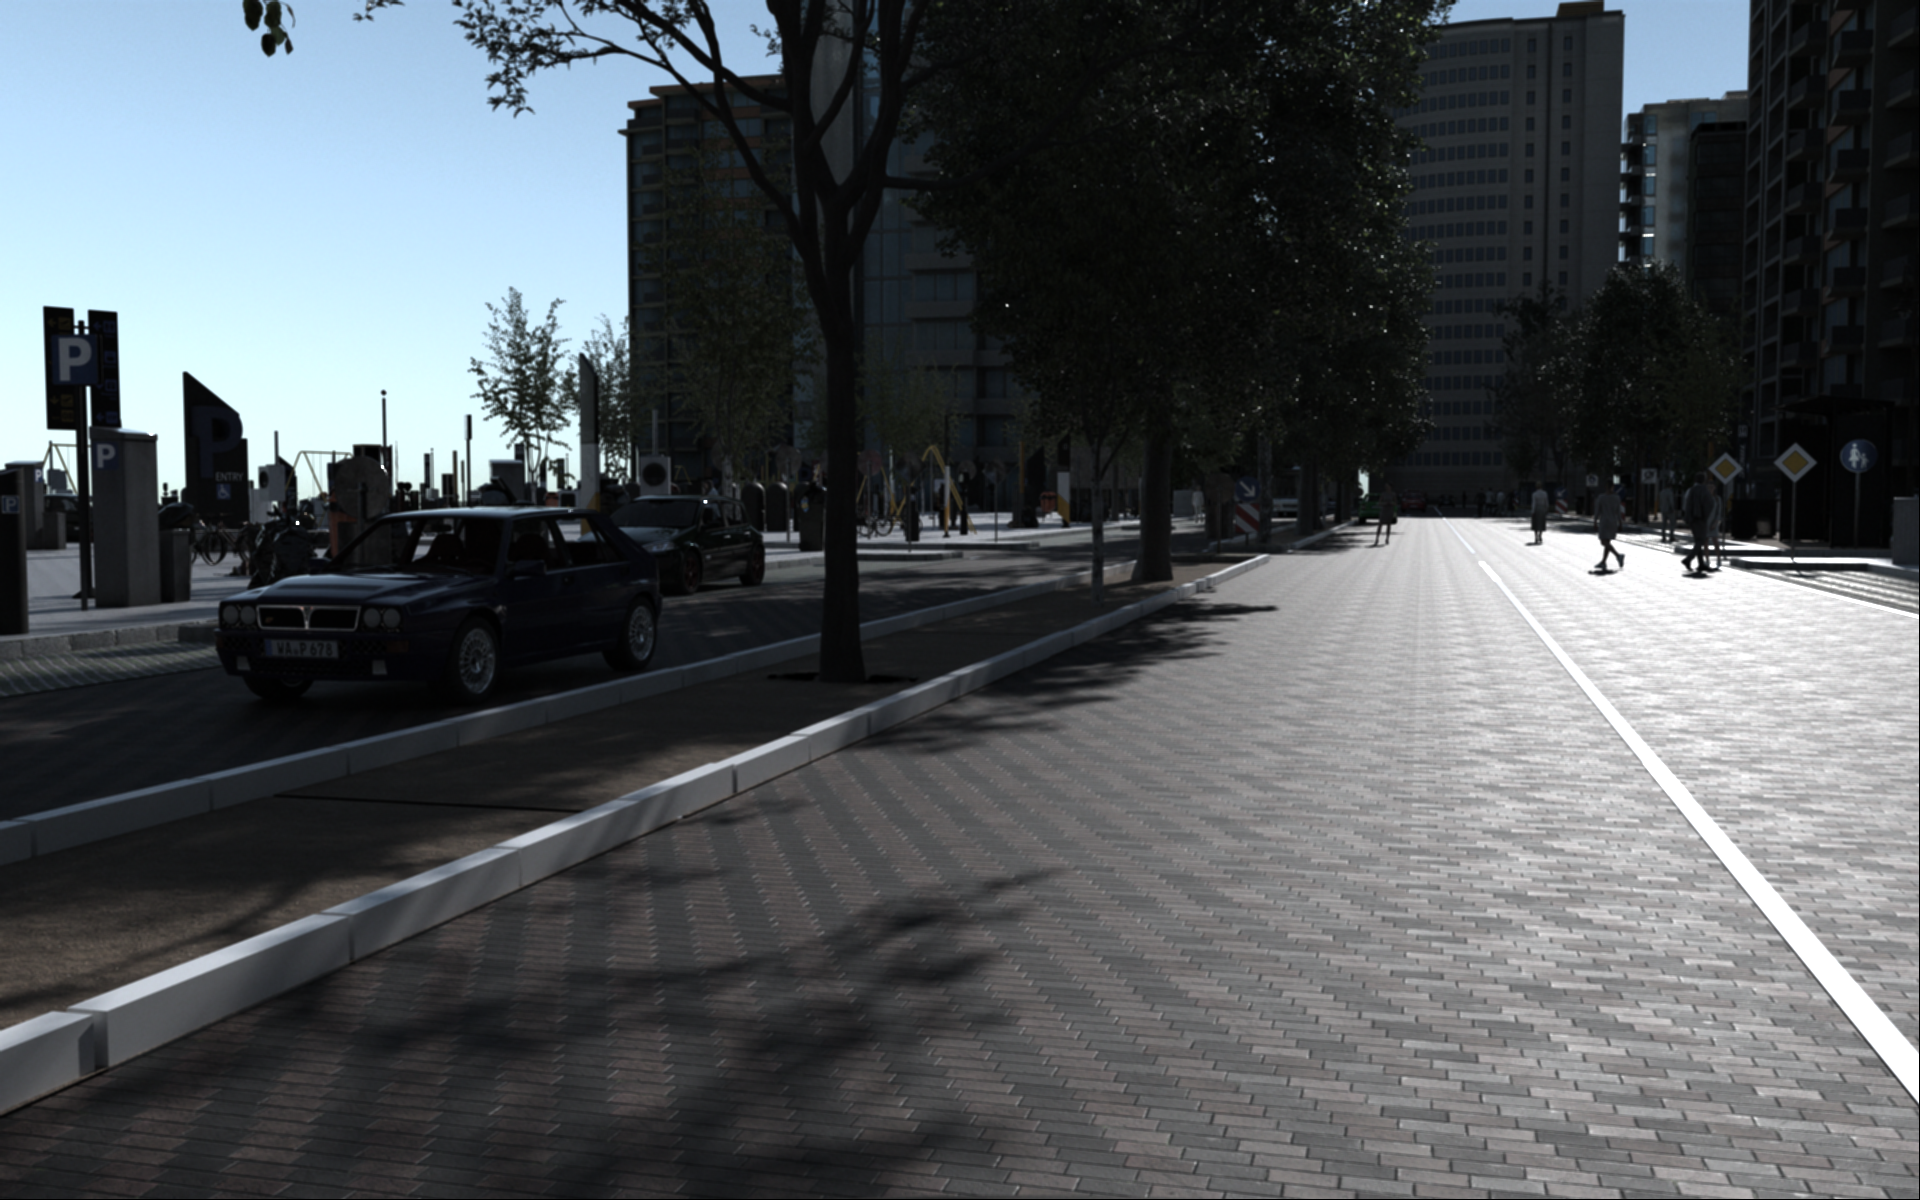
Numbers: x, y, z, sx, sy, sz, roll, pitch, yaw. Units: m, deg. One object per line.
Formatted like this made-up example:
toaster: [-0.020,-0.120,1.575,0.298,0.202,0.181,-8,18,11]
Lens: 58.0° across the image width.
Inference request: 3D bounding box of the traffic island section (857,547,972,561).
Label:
traffic island section: [-1.128,-0.973,38.195,2.009,0.180,2.903,1,4,15]

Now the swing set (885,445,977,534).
swing set: [-0.935,-3.626,56.900,2.862,2.851,3.119,0,4,-2]

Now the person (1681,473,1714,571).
person: [13.785,-1.450,32.313,0.850,1.850,0.679,-2,4,-26]

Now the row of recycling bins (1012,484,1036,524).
row of recycling bins: [2.755,-4.146,74.894,1.069,1.692,3.534,0,4,1]

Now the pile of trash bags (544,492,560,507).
pile of trash bags: [-18.512,-4.538,83.949,3.447,1.369,1.912,2,4,27]

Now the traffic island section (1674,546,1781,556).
traffic island section: [18.220,-1.163,41.297,2.009,0.180,2.903,1,4,15]

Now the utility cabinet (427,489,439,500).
utility cabinet: [-21.142,-3.723,69.542,0.318,1.500,1.173,-2,4,-25]

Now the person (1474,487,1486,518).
person: [31.258,-5.854,103.992,0.659,1.850,0.755,2,4,27]

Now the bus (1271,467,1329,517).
bus: [22.037,-7.146,111.697,2.948,3.499,13.247,1,4,16]

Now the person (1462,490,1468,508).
person: [50.806,-10.145,174.387,0.705,1.821,1.348,3,4,36]

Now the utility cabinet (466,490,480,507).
utility cabinet: [-29.666,-5.968,106.255,1.173,1.500,0.318,-2,4,-34]

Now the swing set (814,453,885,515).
swing set: [-4.042,-4.143,65.357,2.862,2.851,3.119,3,4,38]

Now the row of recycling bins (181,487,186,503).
row of recycling bins: [-44.470,-5.870,103.090,3.534,1.692,1.069,-1,4,-17]

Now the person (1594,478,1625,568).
person: [12.521,-1.472,33.321,0.466,1.731,0.760,-2,4,-30]

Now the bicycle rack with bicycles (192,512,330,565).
bicycle rack with bicycles: [-12.999,-1.110,31.536,2.852,0.926,2.925,2,4,24]

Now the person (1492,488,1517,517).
person: [34.535,-6.182,109.796,1.509,1.804,0.699,1,4,22]

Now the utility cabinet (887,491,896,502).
utility cabinet: [-4.759,-6.395,113.236,1.173,1.500,0.318,1,4,9]

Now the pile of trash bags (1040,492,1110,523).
pile of trash bags: [5.089,-4.234,78.973,3.447,1.369,1.912,3,4,37]

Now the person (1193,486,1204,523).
person: [11.692,-4.677,84.846,0.514,1.842,0.818,0,4,-8]

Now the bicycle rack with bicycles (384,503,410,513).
bicycle rack with bicycles: [-30.821,-4.841,92.530,2.925,0.926,2.852,-1,4,-21]

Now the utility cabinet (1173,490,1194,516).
utility cabinet: [12.832,-5.538,99.224,1.173,1.500,0.318,3,5,39]

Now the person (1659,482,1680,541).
person: [21.571,-2.702,52.778,0.391,1.810,0.635,-2,4,-26]

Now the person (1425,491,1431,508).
person: [49.171,-10.623,182.908,1.217,1.743,0.721,0,4,6]

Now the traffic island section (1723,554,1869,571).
traffic island section: [16.156,-0.691,33.582,2.009,0.180,2.903,1,4,15]

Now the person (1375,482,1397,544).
person: [12.126,-2.475,49.301,0.599,1.781,0.374,1,4,13]

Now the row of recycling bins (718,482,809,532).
row of recycling bins: [-6.677,-3.224,59.818,3.534,1.692,1.069,1,4,11]

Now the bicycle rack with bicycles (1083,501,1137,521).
bicycle rack with bicycles: [6.636,-4.255,82.950,2.925,0.926,2.852,3,5,44]

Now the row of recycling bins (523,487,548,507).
row of recycling bins: [-24.747,-5.580,98.342,3.534,1.692,1.069,2,4,34]

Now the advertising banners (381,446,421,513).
advertising banners: [-20.732,-4.160,64.208,0.090,3.025,2.074,2,4,24]

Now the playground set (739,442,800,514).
playground set: [-10.247,-6.747,97.095,5.637,4.214,5.302,2,4,26]

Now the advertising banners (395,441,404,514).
advertising banners: [-18.721,-3.762,57.693,0.090,3.025,2.074,-1,4,-15]

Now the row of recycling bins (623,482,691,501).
row of recycling bins: [-10.409,-3.230,59.924,1.069,1.692,3.534,2,4,32]

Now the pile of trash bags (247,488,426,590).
pile of trash bags: [-8.110,-0.774,22.415,1.912,1.369,3.447,-2,4,-27]

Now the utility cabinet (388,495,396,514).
utility cabinet: [-36.707,-6.169,112.022,0.306,1.237,1.020,0,4,3]

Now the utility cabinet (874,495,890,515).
utility cabinet: [-4.810,-5.867,107.081,1.020,1.237,0.306,0,4,5]

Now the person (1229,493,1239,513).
person: [13.487,-4.665,84.876,0.850,1.850,0.679,2,4,35]

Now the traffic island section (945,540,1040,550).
traffic island section: [0.936,-1.445,45.910,2.009,0.180,2.903,1,4,15]

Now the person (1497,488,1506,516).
person: [34.966,-6.319,112.039,0.641,1.798,0.478,-3,5,-39]

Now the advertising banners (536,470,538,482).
advertising banners: [-29.266,-7.596,120.378,0.090,3.025,2.074,-2,4,-23]

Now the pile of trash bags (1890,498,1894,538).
pile of trash bags: [26.774,-2.570,51.769,3.447,1.369,1.912,3,4,38]

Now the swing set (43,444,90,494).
swing set: [-27.851,-3.536,55.434,2.862,2.851,3.119,1,4,13]

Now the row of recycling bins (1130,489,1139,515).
row of recycling bins: [11.402,-6.015,105.456,1.069,1.692,3.534,2,4,34]

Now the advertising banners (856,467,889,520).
advertising banners: [-4.570,-5.509,86.258,2.074,3.025,0.090,-1,4,-18]

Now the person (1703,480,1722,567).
person: [14.902,-1.524,34.417,0.512,1.701,0.522,2,4,31]

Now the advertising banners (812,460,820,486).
advertising banners: [-8.099,-5.658,88.693,2.074,3.025,0.090,0,4,-5]

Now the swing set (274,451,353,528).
swing set: [-23.564,-4.075,64.250,2.862,2.851,3.119,1,4,15]

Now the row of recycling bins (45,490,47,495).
row of recycling bins: [-51.396,-5.298,93.732,3.534,1.692,1.069,-2,4,-27]

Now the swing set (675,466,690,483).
swing set: [-16.276,-6.101,97.365,2.862,2.851,3.119,-3,4,-39]

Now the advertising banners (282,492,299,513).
advertising banners: [-45.238,-7.321,115.884,2.074,3.025,0.090,1,4,10]

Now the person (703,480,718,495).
person: [-6.312,-2.169,44.221,0.793,1.790,0.793,1,4,19]

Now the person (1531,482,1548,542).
person: [17.104,-2.593,51.118,0.478,1.798,0.641,1,4,21]

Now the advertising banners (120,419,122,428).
advertising banners: [-20.367,-2.765,41.393,0.090,3.025,2.074,-3,5,-44]

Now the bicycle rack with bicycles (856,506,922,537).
bicycle rack with bicycles: [-2.958,-2.413,52.832,2.925,0.926,2.852,2,4,28]

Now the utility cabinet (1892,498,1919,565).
utility cabinet: [17.470,-1.235,31.349,1.020,1.237,0.306,2,4,27]

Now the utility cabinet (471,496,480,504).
utility cabinet: [-15.016,-2.670,54.815,1.020,1.237,0.306,-1,4,-19]

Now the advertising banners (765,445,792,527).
advertising banners: [-6.891,-4.082,62.925,2.074,3.025,0.090,3,4,38]

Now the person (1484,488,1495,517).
person: [32.816,-6.060,107.422,0.661,1.843,0.795,2,4,30]

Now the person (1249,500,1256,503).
person: [15.039,-4.929,89.435,0.694,1.780,0.624,-1,4,-16]
